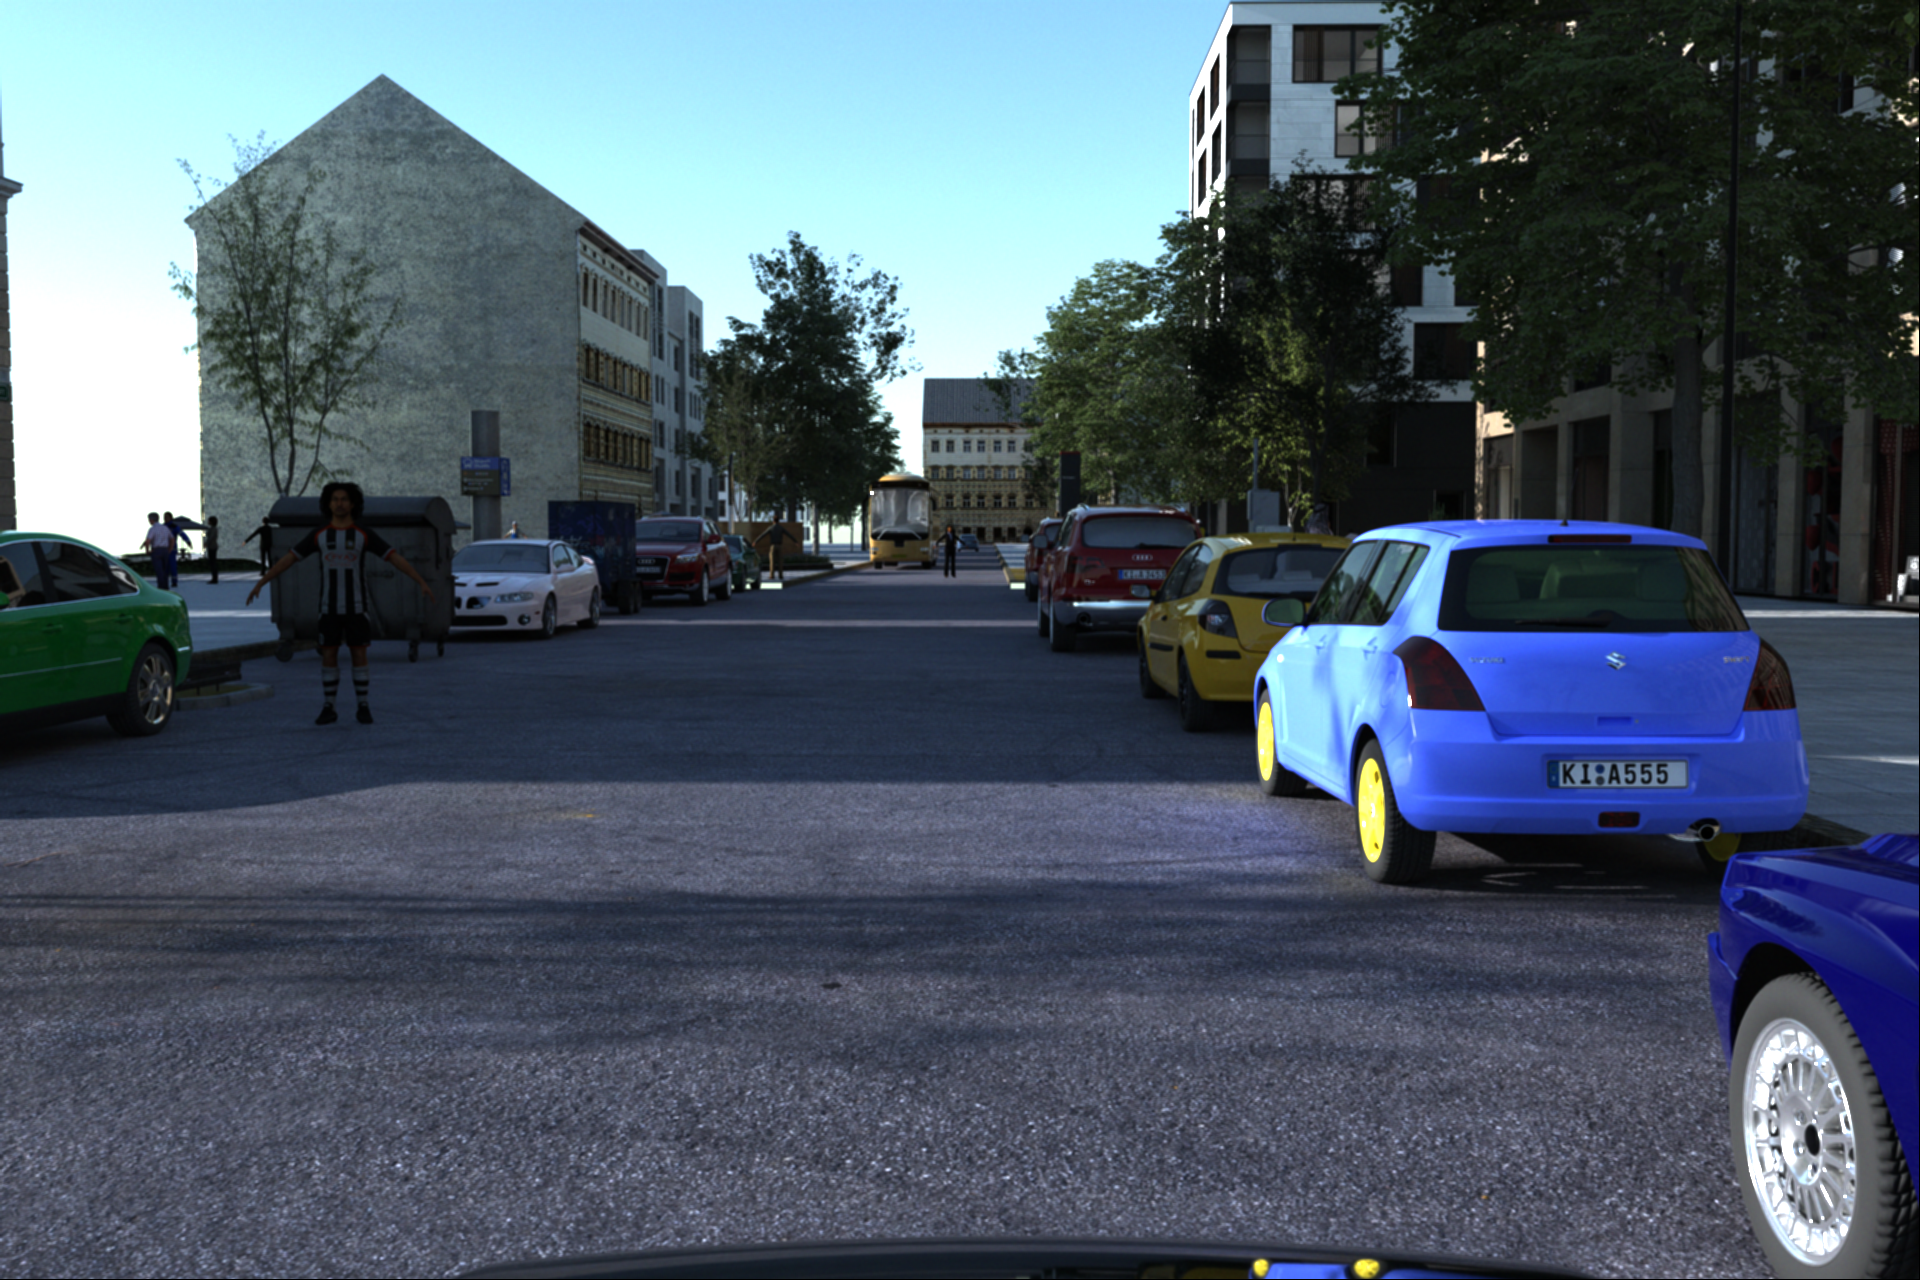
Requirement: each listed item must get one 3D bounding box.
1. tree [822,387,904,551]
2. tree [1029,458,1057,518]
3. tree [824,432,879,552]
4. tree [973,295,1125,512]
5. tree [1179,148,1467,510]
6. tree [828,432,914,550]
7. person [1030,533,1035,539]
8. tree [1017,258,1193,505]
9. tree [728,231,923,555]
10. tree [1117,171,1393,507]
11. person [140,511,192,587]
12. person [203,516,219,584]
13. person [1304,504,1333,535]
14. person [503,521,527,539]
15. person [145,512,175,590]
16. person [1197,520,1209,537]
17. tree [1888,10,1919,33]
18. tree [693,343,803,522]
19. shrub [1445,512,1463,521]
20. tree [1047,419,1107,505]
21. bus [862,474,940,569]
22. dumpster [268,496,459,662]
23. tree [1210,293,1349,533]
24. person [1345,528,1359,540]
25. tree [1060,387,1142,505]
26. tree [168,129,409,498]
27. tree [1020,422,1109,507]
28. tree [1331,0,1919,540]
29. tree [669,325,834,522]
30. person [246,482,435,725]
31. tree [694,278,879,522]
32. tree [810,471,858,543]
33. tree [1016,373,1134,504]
[{"bbox_3d":[-7.734,-13.182,133.647,7.486,12.596,7.792,0,3,0],"label":"tree"},{"bbox_3d":[7.598,-12.229,150.311,4.360,8.622,3.978,0,3,0],"label":"tree"},{"bbox_3d":[-7.785,-10.645,124.415,4.360,8.622,3.978,0,3,0],"label":"tree"},{"bbox_3d":[7.331,-17.401,140.395,12.611,20.169,13.585,0,3,0],"label":"tree"},{"bbox_3d":[8.651,-6.638,42.938,7.601,10.594,8.767,-2,4,-34],"label":"tree"},{"bbox_3d":[-7.497,-12.794,143.589,8.767,10.594,7.601,1,4,20],"label":"tree"},{"bbox_3d":[3.219,-3.708,66.808,1.347,1.806,0.705,0,4,-4],"label":"person"},{"bbox_3d":[6.080,-9.421,72.163,7.486,12.596,7.792,0,3,0],"label":"tree"},{"bbox_3d":[-8.549,-15.357,106.981,12.611,20.169,13.585,0,3,0],"label":"tree"},{"bbox_3d":[10.400,-9.402,60.383,9.857,13.997,8.962,0,3,0],"label":"tree"},{"bbox_3d":[-19.240,-2.208,42.074,1.345,1.831,0.704,0,4,7],"label":"person"},{"bbox_3d":[-19.390,-2.324,44.759,0.721,1.744,1.215,-1,4,-14],"label":"person"},{"bbox_3d":[5.489,-1.208,26.459,0.621,1.740,0.551,-1,4,-17],"label":"person"},{"bbox_3d":[-19.819,-4.364,77.204,1.347,1.847,0.705,1,4,12],"label":"person"},{"bbox_3d":[-15.820,-1.659,34.109,0.436,1.711,0.756,2,4,25],"label":"person"},{"bbox_3d":[9.184,-3.717,66.748,1.349,1.833,0.705,-2,4,-34],"label":"person"},{"bbox_3d":[8.278,-3.677,10.475,4.737,8.622,4.395,0,3,0],"label":"tree"},{"bbox_3d":[-8.718,-7.153,67.310,4.360,8.622,3.978,0,3,0],"label":"tree"},{"bbox_3d":[17.441,-3.500,61.265,1.661,2.075,1.752,0,3,0],"label":"shrub"},{"bbox_3d":[6.856,-9.303,102.471,4.360,8.622,3.978,0,3,0],"label":"tree"},{"bbox_3d":[-2.298,-5.067,74.394,2.896,3.916,12.252,0,4,1],"label":"bus"},{"bbox_3d":[-6.805,-0.708,19.786,1.865,1.857,1.264,0,4,1],"label":"dumpster"},{"bbox_3d":[9.851,-6.226,52.156,4.737,8.622,4.395,0,3,0],"label":"tree"},{"bbox_3d":[10.025,-2.128,44.032,0.628,1.438,0.799,-3,4,-39],"label":"person"},{"bbox_3d":[6.471,-8.235,85.012,4.360,8.622,3.978,0,3,0],"label":"tree"},{"bbox_3d":[-12.682,-5.014,32.346,4.360,8.622,3.978,0,3,0],"label":"tree"},{"bbox_3d":[8.043,-11.831,127.856,7.601,10.594,8.767,-1,4,-15],"label":"tree"},{"bbox_3d":[7.841,-6.198,19.473,7.486,12.596,7.792,0,3,0],"label":"tree"},{"bbox_3d":[-9.041,-8.681,76.351,8.767,10.594,7.601,2,4,33],"label":"tree"},{"bbox_3d":[-4.673,-0.276,13.117,1.345,1.843,0.704,-1,4,-13],"label":"person"},{"bbox_3d":[-8.641,-11.104,88.213,9.857,13.997,8.962,0,3,0],"label":"tree"},{"bbox_3d":[-18.003,-20.456,241.118,9.857,13.997,8.962,0,3,0],"label":"tree"},{"bbox_3d":[7.538,-11.432,112.661,9.928,11.665,9.643,0,3,0],"label":"tree"}]
